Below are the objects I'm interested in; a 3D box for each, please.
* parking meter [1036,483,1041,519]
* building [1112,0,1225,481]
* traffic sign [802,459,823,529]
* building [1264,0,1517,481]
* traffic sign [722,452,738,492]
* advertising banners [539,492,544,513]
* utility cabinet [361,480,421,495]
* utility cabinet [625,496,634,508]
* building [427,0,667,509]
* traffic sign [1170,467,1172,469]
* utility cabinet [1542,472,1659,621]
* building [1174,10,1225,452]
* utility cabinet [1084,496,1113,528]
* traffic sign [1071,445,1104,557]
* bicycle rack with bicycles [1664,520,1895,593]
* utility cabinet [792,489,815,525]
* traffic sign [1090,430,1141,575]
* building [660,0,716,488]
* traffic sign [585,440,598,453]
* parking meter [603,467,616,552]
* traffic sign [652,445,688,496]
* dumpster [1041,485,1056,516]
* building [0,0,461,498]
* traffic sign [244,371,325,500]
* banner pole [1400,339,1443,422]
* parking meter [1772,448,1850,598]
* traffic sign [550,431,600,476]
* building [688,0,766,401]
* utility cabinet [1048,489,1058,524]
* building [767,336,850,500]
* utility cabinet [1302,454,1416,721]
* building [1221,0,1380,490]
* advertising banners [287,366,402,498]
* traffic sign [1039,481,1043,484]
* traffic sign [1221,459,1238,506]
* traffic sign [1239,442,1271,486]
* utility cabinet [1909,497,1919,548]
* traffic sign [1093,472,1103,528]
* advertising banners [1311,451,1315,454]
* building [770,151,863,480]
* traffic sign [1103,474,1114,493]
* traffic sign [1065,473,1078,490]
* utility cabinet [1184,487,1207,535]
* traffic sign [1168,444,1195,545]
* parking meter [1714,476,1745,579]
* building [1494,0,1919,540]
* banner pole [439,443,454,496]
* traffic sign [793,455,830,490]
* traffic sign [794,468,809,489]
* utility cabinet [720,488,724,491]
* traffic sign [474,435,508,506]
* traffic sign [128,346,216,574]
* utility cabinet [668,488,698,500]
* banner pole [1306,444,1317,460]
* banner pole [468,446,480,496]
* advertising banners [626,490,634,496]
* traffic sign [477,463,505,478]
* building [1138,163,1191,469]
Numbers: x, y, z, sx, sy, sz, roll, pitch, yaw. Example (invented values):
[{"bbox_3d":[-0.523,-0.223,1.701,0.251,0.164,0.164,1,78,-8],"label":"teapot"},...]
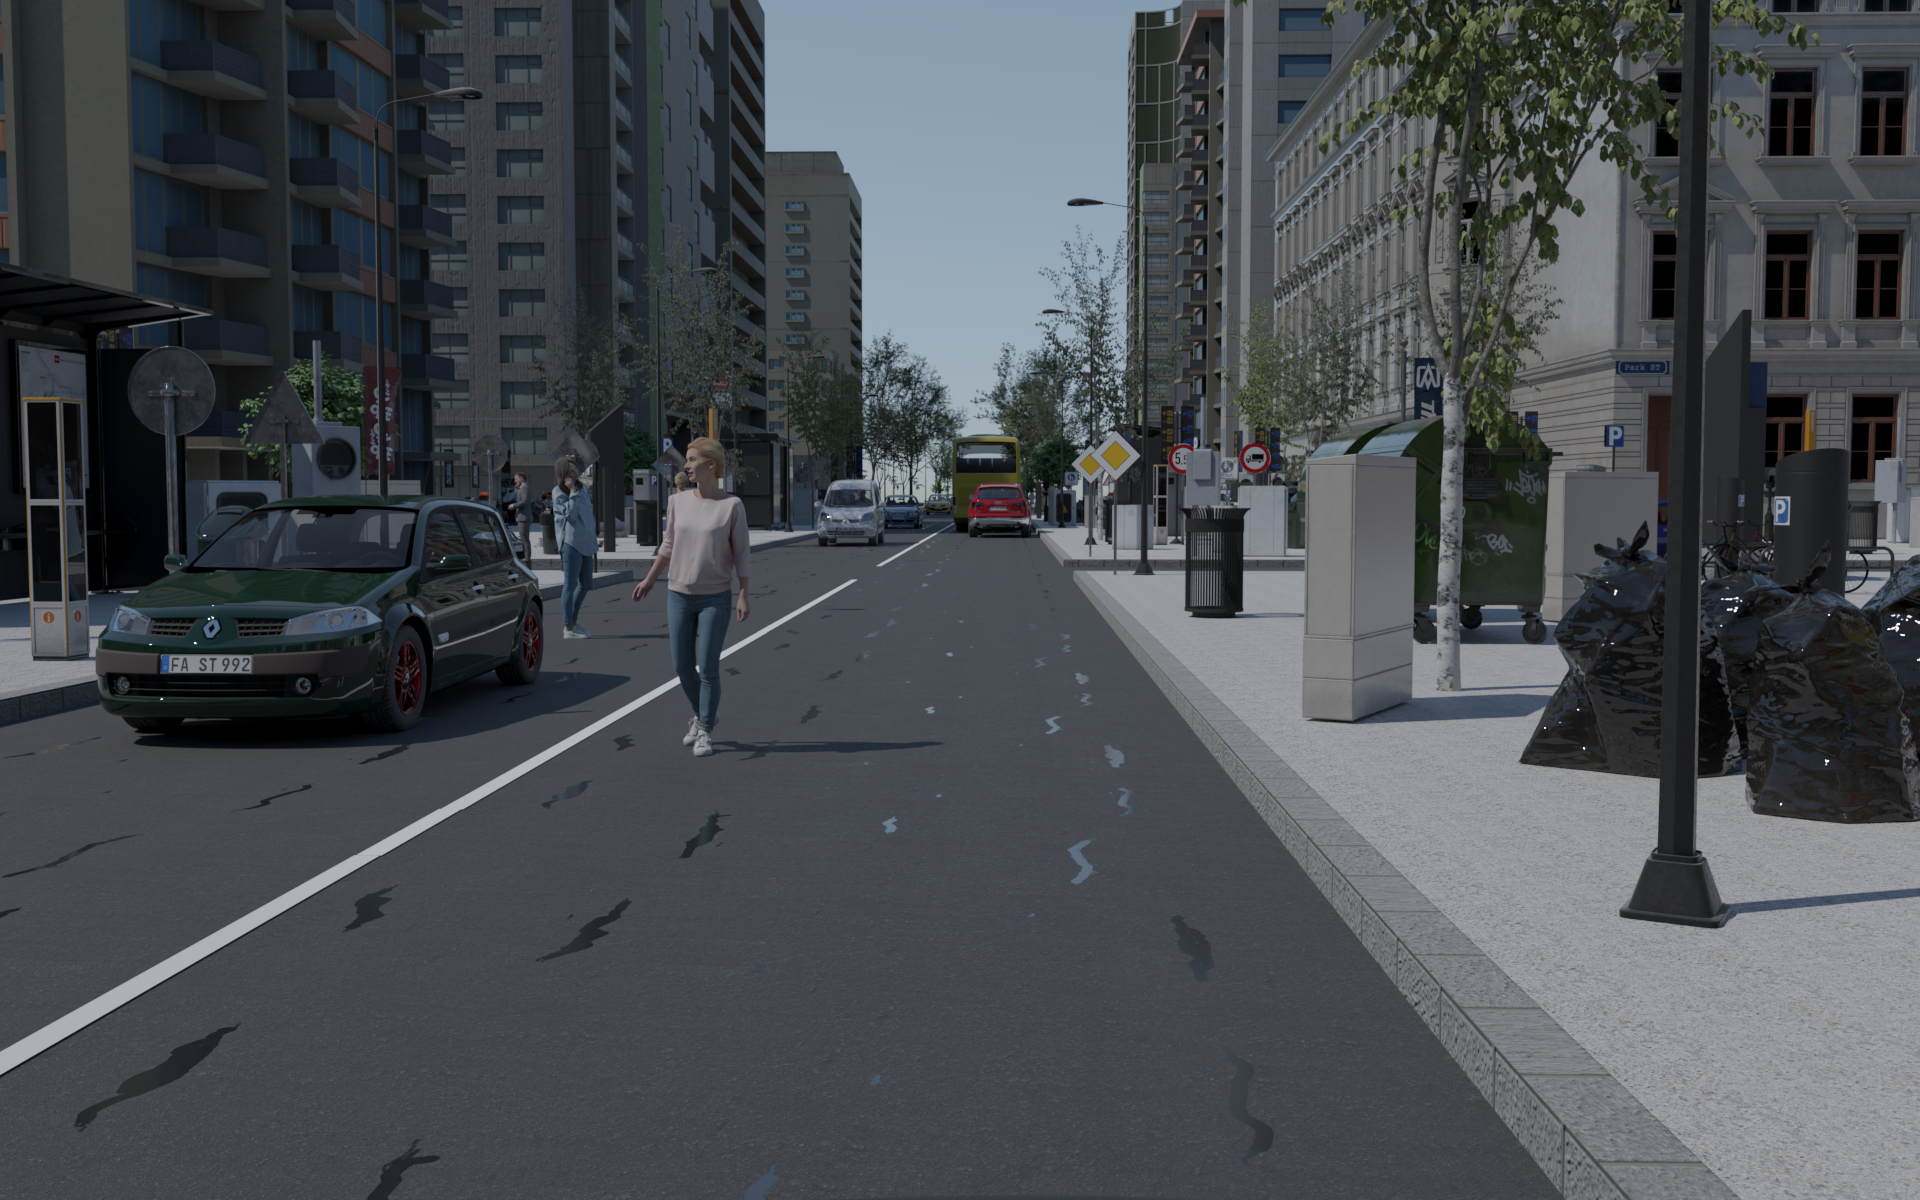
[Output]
[{"bbox_3d":[4.111,-5.167,90.191,0.255,1.863,0.399,0,4,3],"label":"parking meter"},{"bbox_3d":[33.432,-50.067,256.853,20.563,71.187,20.611,0,4,1],"label":"building"},{"bbox_3d":[-5.417,-3.893,63.755,0.768,2.556,0.104,0,4,2],"label":"traffic sign"},{"bbox_3d":[27.157,-19.041,87.735,17.030,29.872,44.131,0,4,1],"label":"building"},{"bbox_3d":[-6.990,-3.144,51.508,0.768,2.556,0.104,0,4,3],"label":"traffic sign"},{"bbox_3d":[-21.830,-5.942,93.335,2.074,3.025,0.090,2,4,27],"label":"advertising banners"},{"bbox_3d":[-9.366,-1.185,28.060,1.173,1.500,0.318,-2,4,-31],"label":"utility cabinet"},{"bbox_3d":[-12.612,-3.433,67.298,1.020,1.237,0.306,-3,5,-40],"label":"utility cabinet"},{"bbox_3d":[-25.606,-25.547,101.296,14.154,41.232,14.086,0,4,1],"label":"building"},{"bbox_3d":[8.571,-4.138,67.763,0.768,2.556,0.104,1,4,11],"label":"traffic sign"},{"bbox_3d":[6.448,-0.537,17.458,1.173,1.500,0.318,-1,4,-21],"label":"utility cabinet"},{"bbox_3d":[31.182,-30.726,157.001,22.147,44.769,28.867,0,4,1],"label":"building"},{"bbox_3d":[5.231,-3.318,65.410,1.020,1.237,0.306,1,4,17],"label":"utility cabinet"},{"bbox_3d":[2.663,-1.940,35.358,0.795,2.450,0.064,0,4,1],"label":"traffic sign"},{"bbox_3d":[10.771,-0.588,23.002,2.925,0.926,2.852,0,4,-4],"label":"bicycle rack with bicycles"},{"bbox_3d":[-6.495,-3.805,70.887,1.173,1.500,0.318,2,4,34],"label":"utility cabinet"},{"bbox_3d":[2.454,-1.452,27.376,0.795,2.450,0.064,0,4,1],"label":"traffic sign"},{"bbox_3d":[-32.771,-32.729,124.358,28.713,52.752,27.495,0,4,1],"label":"building"},{"bbox_3d":[-8.795,-2.463,40.370,0.768,2.556,0.104,1,4,11],"label":"traffic sign"},{"bbox_3d":[-7.741,-1.989,38.236,0.255,1.863,0.399,-1,4,-10],"label":"parking meter"},{"bbox_3d":[-5.928,-1.955,35.602,0.795,2.450,0.064,0,4,1],"label":"traffic sign"},{"bbox_3d":[5.028,-5.641,97.984,1.264,1.857,1.865,0,4,1],"label":"dumpster"},{"bbox_3d":[-32.498,-25.131,65.523,22.147,44.769,28.867,0,4,1],"label":"building"},{"bbox_3d":[-7.172,-1.124,18.384,0.884,2.594,0.081,0,4,4],"label":"traffic sign"},{"bbox_3d":[7.388,-2.322,27.983,0.863,3.779,0.401,0,4,3],"label":"banner pole"},{"bbox_3d":[4.787,-0.083,9.770,0.372,1.533,0.369,0,3,0],"label":"parking meter"},{"bbox_3d":[-6.137,-1.467,27.620,0.795,2.450,0.064,0,4,1],"label":"traffic sign"},{"bbox_3d":[-28.714,-32.122,148.890,21.300,48.544,21.600,0,4,1],"label":"building"},{"bbox_3d":[3.947,-3.921,72.788,0.318,1.500,1.173,1,4,11],"label":"utility cabinet"},{"bbox_3d":[-29.247,-23.159,223.685,27.650,21.520,28.899,0,4,1],"label":"building"},{"bbox_3d":[2.347,-0.092,10.177,0.318,1.500,1.173,2,4,30],"label":"utility cabinet"},{"bbox_3d":[30.145,-35.848,128.113,21.231,58.520,28.212,0,4,1],"label":"building"},{"bbox_3d":[-8.566,-1.667,23.439,2.074,3.025,0.090,-2,4,-34],"label":"advertising banners"},{"bbox_3d":[4.734,-5.862,95.845,0.884,2.594,0.081,0,4,2],"label":"traffic sign"},{"bbox_3d":[7.545,-2.864,48.950,0.606,2.300,0.079,0,4,2],"label":"traffic sign"},{"bbox_3d":[7.283,-2.614,42.843,0.768,2.556,0.104,0,4,2],"label":"traffic sign"},{"bbox_3d":[22.761,-1.814,40.818,0.306,1.237,1.020,0,4,4],"label":"utility cabinet"},{"bbox_3d":[5.042,-3.964,64.916,0.768,2.556,0.104,0,4,2],"label":"traffic sign"},{"bbox_3d":[13.532,-4.490,69.601,2.074,3.025,0.090,-1,4,-12],"label":"advertising banners"},{"bbox_3d":[-25.475,-38.182,247.972,21.300,48.544,21.600,0,4,1],"label":"building"},{"bbox_3d":[9.512,-6.768,110.655,0.884,2.594,0.081,0,4,7],"label":"traffic sign"},{"bbox_3d":[5.172,-4.792,80.484,0.606,2.300,0.079,0,4,4],"label":"traffic sign"},{"bbox_3d":[7.035,-2.742,53.509,1.173,1.500,0.318,1,4,13],"label":"utility cabinet"},{"bbox_3d":[5.644,-2.674,43.822,0.768,2.556,0.104,0,4,7],"label":"traffic sign"},{"bbox_3d":[11.095,-1.013,24.978,0.372,1.533,0.369,0,3,0],"label":"parking meter"},{"bbox_3d":[28.329,-13.265,53.033,21.152,22.565,11.583,0,4,1],"label":"building"},{"bbox_3d":[-25.104,-5.784,84.578,0.863,3.779,0.401,-2,4,-33],"label":"banner pole"},{"bbox_3d":[-7.897,-5.922,90.694,2.265,3.308,0.079,1,4,9],"label":"traffic sign"},{"bbox_3d":[-7.715,-5.159,84.460,0.768,2.556,0.104,0,4,7],"label":"traffic sign"},{"bbox_3d":[-9.478,-3.578,67.184,1.173,1.500,0.318,1,4,13],"label":"utility cabinet"},{"bbox_3d":[-10.096,-2.272,37.257,0.768,2.556,0.104,1,4,11],"label":"traffic sign"},{"bbox_3d":[-6.798,-0.907,14.943,0.768,2.556,0.104,0,4,3],"label":"traffic sign"},{"bbox_3d":[-9.634,-3.177,60.624,1.173,1.500,0.318,0,4,0],"label":"utility cabinet"},{"bbox_3d":[17.567,-5.906,86.588,0.401,3.779,0.863,-3,4,-37],"label":"banner pole"},{"bbox_3d":[-25.315,-6.119,90.065,0.401,3.779,0.863,3,5,41],"label":"banner pole"},{"bbox_3d":[-13.021,-4.444,68.840,2.074,3.025,0.090,-1,4,-20],"label":"advertising banners"},{"bbox_3d":[-10.622,-2.390,39.186,0.768,2.556,0.104,1,4,10],"label":"traffic sign"},{"bbox_3d":[29.275,-32.589,216.432,14.154,41.232,14.086,0,4,1],"label":"building"}]
